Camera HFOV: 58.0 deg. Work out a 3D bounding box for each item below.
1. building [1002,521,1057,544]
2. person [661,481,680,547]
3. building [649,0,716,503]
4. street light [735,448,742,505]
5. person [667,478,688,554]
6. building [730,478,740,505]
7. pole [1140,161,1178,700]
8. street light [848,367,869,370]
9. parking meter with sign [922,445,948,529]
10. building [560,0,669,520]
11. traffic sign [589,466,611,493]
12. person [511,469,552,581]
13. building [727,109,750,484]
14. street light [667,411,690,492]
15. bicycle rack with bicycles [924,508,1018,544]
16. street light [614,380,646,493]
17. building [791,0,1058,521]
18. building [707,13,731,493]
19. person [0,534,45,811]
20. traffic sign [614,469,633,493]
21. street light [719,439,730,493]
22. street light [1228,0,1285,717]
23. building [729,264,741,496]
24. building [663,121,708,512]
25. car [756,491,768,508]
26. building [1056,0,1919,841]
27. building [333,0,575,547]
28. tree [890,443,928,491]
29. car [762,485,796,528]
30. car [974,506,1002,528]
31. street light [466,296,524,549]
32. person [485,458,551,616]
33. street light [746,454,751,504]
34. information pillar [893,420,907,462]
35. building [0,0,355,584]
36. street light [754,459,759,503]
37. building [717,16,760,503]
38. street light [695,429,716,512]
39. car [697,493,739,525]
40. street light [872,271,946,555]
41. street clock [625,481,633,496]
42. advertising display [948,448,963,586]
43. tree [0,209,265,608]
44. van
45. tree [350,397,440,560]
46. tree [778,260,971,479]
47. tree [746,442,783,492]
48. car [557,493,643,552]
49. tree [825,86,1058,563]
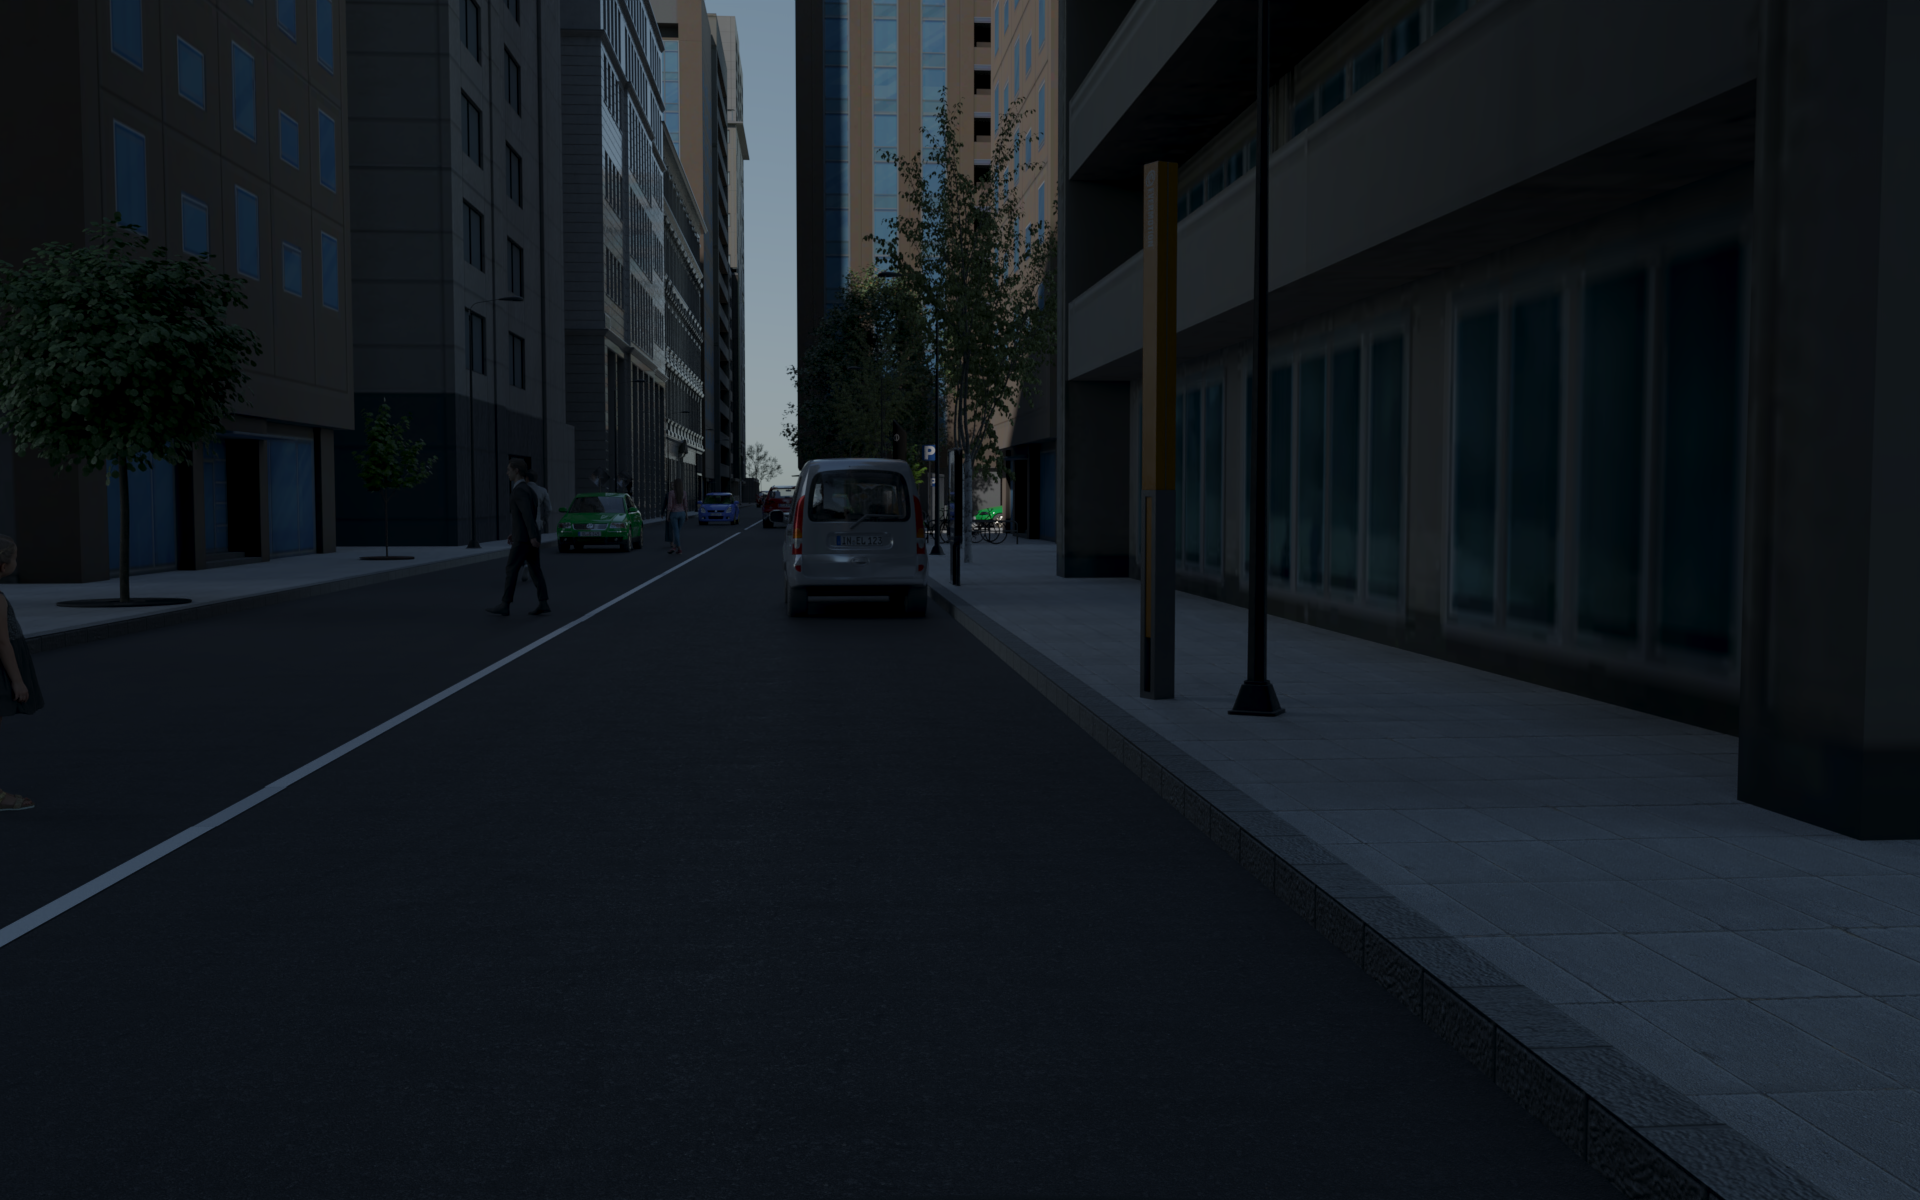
[{"bbox_3d":[8.499,-24.436,49.636,14.600,45.320,14.200,0,4,-5],"label":"building"},{"bbox_3d":[-7.792,-2.324,46.912,0.576,1.772,0.534,-1,4,-19],"label":"person"},{"bbox_3d":[-28.909,-30.641,151.084,14.600,45.320,14.200,0,4,-5],"label":"building"},{"bbox_3d":[-22.449,-12.259,172.979,1.470,5.913,1.316,0,4,-5],"label":"street light"},{"bbox_3d":[-6.742,-2.013,41.415,0.555,1.821,0.388,-3,5,-43],"label":"person"},{"bbox_3d":[-40.964,-30.558,191.498,32.217,40.220,23.993,0,4,-5],"label":"building"},{"bbox_3d":[1.240,-1.036,10.788,0.158,3.312,0.155,0,3,0],"label":"pole"},{"bbox_3d":[-3.396,-5.550,63.277,1.470,5.913,1.316,0,4,-5],"label":"street light"},{"bbox_3d":[-0.840,-4.046,62.407,0.543,3.016,1.738,1,4,16],"label":"parking meter with sign"},{"bbox_3d":[-20.970,-18.723,83.619,11.434,29.767,29.804,0,4,-5],"label":"building"},{"bbox_3d":[-12.996,-3.601,62.517,0.795,2.450,0.064,0,4,-5],"label":"traffic sign"},{"bbox_3d":[-7.080,-1.241,28.637,0.661,1.843,0.795,-1,4,-17],"label":"person"},{"bbox_3d":[-43.835,-39.807,240.084,28.713,52.752,27.495,0,4,-5],"label":"building"},{"bbox_3d":[-15.784,-7.606,96.906,1.470,5.913,1.316,0,4,-5],"label":"street light"},{"bbox_3d":[0.112,-1.914,44.670,2.925,0.926,2.852,-1,4,-21],"label":"bicycle rack with bicycles"},{"bbox_3d":[-13.437,-5.980,70.312,1.470,5.913,1.316,0,4,-5],"label":"street light"},{"bbox_3d":[-2.464,-27.488,99.537,14.600,45.320,14.200,0,4,-5],"label":"building"},{"bbox_3d":[-33.724,-33.326,168.579,21.300,48.544,21.600,0,4,-5],"label":"building"},{"bbox_3d":[-4.386,0.321,7.915,0.373,1.253,0.362,-3,4,-37],"label":"person"},{"bbox_3d":[-13.687,-4.087,70.472,0.795,2.450,0.064,0,4,-5],"label":"traffic sign"},{"bbox_3d":[-20.217,-10.644,146.569,1.470,5.913,1.316,0,4,-5],"label":"street light"},{"bbox_3d":[1.196,-2.286,9.917,1.470,5.913,1.316,0,4,-5],"label":"street light"},{"bbox_3d":[-34.171,-26.897,211.469,14.160,30.474,14.107,0,4,-5],"label":"building"},{"bbox_3d":[-27.172,-21.021,120.116,17.030,29.872,44.131,0,4,-5],"label":"building"},{"bbox_3d":[-20.690,-10.809,185.394,2.281,1.827,5.304,0,4,-4],"label":"car"},{"bbox_3d":[13.035,-24.011,16.284,21.300,48.544,21.600,0,4,-5],"label":"building"},{"bbox_3d":[-23.301,-37.385,49.504,20.611,71.187,20.563,0,4,-5],"label":"building"},{"bbox_3d":[-1.842,-3.936,58.955,1.663,3.219,1.824,0,3,0],"label":"tree"},{"bbox_3d":[-7.382,-4.022,74.435,2.281,1.827,5.304,0,4,-3],"label":"car"},{"bbox_3d":[2.902,-3.703,69.334,4.718,1.807,1.959,0,4,-6],"label":"car"},{"bbox_3d":[-10.939,-4.172,40.748,1.470,5.913,1.316,0,4,-5],"label":"street light"},{"bbox_3d":[-5.218,-0.744,20.443,0.755,1.850,0.659,0,4,5],"label":"person"},{"bbox_3d":[-24.788,-13.876,199.406,1.470,5.913,1.316,0,4,-5],"label":"street light"},{"bbox_3d":[-1.909,-3.868,54.590,0.504,3.616,0.183,2,4,34],"label":"information pillar"},{"bbox_3d":[-19.687,-23.206,29.533,14.600,45.320,14.200,0,4,-5],"label":"building"},{"bbox_3d":[-27.370,-15.725,229.642,1.470,5.913,1.316,0,4,-5],"label":"street light"},{"bbox_3d":[-41.656,-50.530,264.410,20.563,71.187,20.611,0,4,-5],"label":"building"},{"bbox_3d":[-18.226,-9.221,123.297,1.470,5.913,1.316,0,4,-5],"label":"street light"},{"bbox_3d":[-11.274,-4.368,81.013,1.945,1.707,3.694,0,4,-3],"label":"car"},{"bbox_3d":[-1.022,-3.903,36.351,1.470,5.913,1.316,0,4,-5],"label":"street light"},{"bbox_3d":[-13.680,-4.099,71.582,0.358,2.002,0.471,0,4,-1],"label":"street clock"},{"bbox_3d":[-0.070,-1.181,24.516,0.123,1.923,0.974,0,4,-6],"label":"advertising display"},{"bbox_3d":[-9.801,-2.221,20.033,4.285,4.588,4.351,0,3,0],"label":"tree"},{"bbox_3d":[-1.370,-0.898,21.687,2.013,2.044,4.112,0,4,-7],"label":"van"},{"bbox_3d":[-11.275,-2.394,33.742,1.663,3.219,1.824,0,3,0],"label":"tree"},{"bbox_3d":[-4.112,-10.262,84.795,9.611,12.733,9.660,0,3,0],"label":"tree"},{"bbox_3d":[-34.915,-22.484,302.017,8.767,10.594,7.601,0,4,-4],"label":"tree"},{"bbox_3d":[-9.106,-2.152,43.986,1.959,1.807,4.718,0,4,-5],"label":"car"},{"bbox_3d":[0.394,-5.002,32.152,4.737,8.622,4.395,0,3,0],"label":"tree"}]
